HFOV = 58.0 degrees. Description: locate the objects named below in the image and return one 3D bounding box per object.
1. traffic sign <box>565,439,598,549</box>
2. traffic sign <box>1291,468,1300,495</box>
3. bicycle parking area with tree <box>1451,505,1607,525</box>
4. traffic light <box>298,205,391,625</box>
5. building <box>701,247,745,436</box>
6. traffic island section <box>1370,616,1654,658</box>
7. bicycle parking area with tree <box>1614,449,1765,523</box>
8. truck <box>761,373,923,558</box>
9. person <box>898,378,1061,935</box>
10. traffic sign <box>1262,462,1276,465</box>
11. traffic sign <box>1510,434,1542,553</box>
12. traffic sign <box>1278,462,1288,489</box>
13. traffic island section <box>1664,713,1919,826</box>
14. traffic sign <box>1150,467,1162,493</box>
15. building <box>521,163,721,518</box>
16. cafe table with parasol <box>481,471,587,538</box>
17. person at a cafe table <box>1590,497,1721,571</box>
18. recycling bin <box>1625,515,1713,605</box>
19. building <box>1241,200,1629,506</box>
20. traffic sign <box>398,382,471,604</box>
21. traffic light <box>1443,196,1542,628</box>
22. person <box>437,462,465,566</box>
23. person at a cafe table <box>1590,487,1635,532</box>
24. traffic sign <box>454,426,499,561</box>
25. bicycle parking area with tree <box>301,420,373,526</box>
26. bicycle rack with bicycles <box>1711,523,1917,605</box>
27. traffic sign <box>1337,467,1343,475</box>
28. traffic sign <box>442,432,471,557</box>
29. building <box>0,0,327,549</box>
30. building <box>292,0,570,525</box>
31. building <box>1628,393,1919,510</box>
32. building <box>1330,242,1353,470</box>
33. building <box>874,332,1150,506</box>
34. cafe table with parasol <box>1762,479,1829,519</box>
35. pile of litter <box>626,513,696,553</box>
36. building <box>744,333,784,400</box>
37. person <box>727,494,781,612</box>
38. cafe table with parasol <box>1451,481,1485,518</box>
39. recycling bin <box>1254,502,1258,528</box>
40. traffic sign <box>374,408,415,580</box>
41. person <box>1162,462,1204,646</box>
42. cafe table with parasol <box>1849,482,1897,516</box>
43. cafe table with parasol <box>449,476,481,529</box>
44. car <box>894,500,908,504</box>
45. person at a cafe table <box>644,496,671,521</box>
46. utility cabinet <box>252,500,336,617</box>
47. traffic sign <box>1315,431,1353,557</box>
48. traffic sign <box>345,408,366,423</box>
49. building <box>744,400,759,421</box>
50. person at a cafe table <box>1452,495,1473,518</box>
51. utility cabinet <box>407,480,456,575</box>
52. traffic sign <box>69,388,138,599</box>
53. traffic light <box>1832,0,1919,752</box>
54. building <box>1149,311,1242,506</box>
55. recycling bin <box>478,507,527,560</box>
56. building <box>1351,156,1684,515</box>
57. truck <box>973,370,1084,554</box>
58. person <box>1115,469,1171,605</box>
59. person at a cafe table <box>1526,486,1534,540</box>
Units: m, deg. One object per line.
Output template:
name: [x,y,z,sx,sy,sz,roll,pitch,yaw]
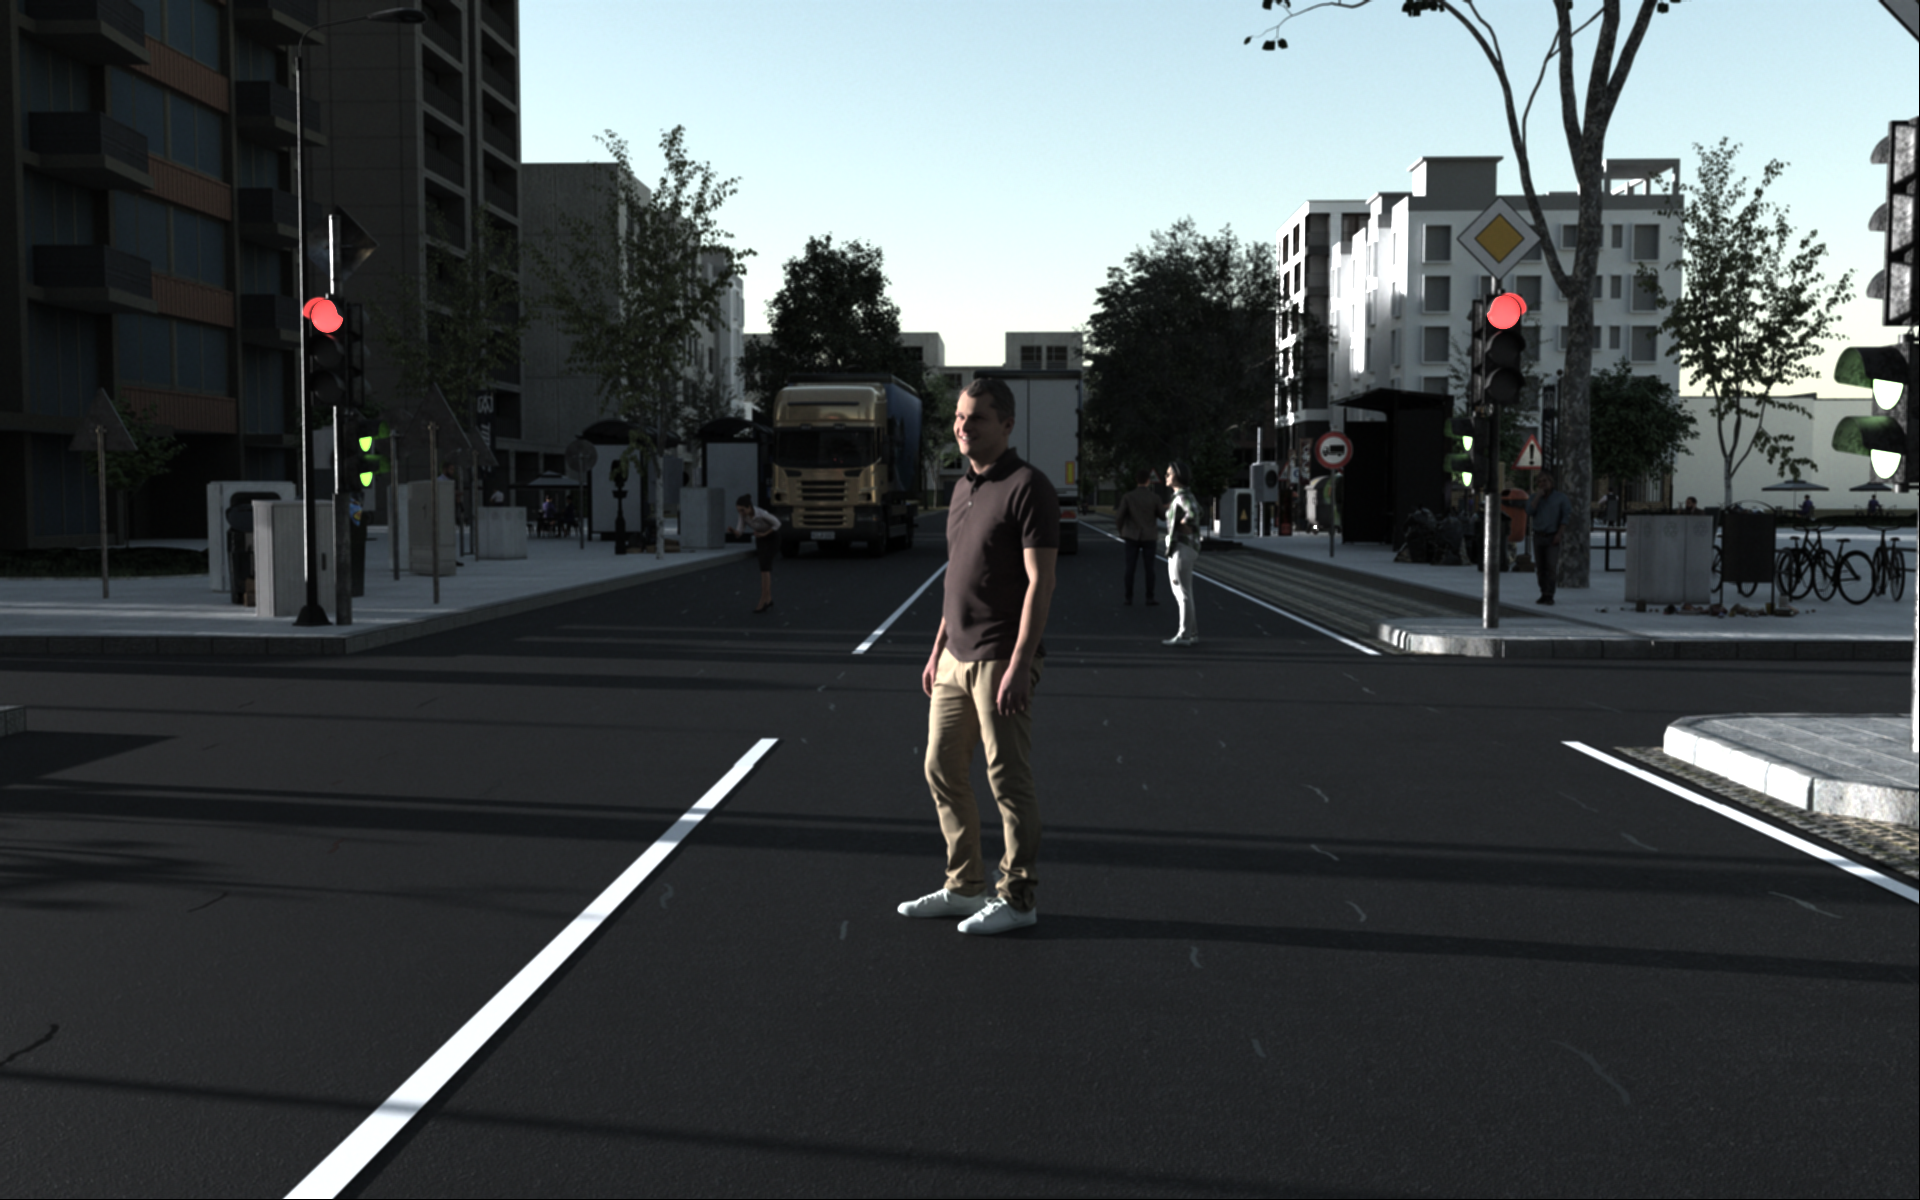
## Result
traffic sign: [-8.829,-2.463,40.380,0.768,2.556,0.104,0,4,3]
traffic sign: [12.875,-3.904,65.961,0.606,2.300,0.079,0,4,6]
bicycle parking area with tree: [21.325,-5.150,71.205,9.016,4.147,8.231,2,4,26]
traffic light: [-6.022,-1.709,16.865,0.839,4.253,0.868,0,4,2]
building: [-24.468,-16.792,130.976,16.016,20.091,11.380,0,4,2]
traffic island section: [5.113,0.346,16.621,2.009,0.180,2.903,0,4,2]
bicycle parking area with tree: [29.652,-5.385,75.046,9.016,4.147,8.231,1,4,14]
truck: [-2.644,-3.280,42.543,2.839,4.237,11.283,0,4,4]
person: [0.060,0.177,5.728,0.434,1.807,0.598,-1,4,-20]
traffic sign: [9.608,-3.195,54.376,0.606,2.300,0.079,0,4,7]
traffic sign: [12.366,-2.295,37.524,0.884,2.594,0.081,1,4,9]
traffic sign: [13.125,-4.255,69.576,0.884,2.594,0.081,0,4,6]
traffic island section: [4.844,0.834,8.640,2.009,0.180,2.903,0,4,2]
traffic sign: [9.337,-5.123,83.770,0.884,2.594,0.081,0,4,7]
building: [-26.048,-14.817,108.711,16.747,18.905,31.486,0,4,2]
cafe table with parasol: [-12.106,-2.823,51.018,2.610,1.966,2.610,2,4,25]
person at a cafe table: [11.564,-1.072,28.395,1.726,1.238,1.698,-1,4,-10]
recycling bin: [8.352,-0.482,20.427,0.722,1.027,0.722,0,4,-8]
building: [38.611,-17.901,136.654,27.936,21.610,32.646,0,4,2]
traffic sign: [-6.126,-1.235,20.194,0.884,2.594,0.081,0,4,7]
traffic light: [5.073,-1.687,16.508,0.839,4.253,0.868,0,4,2]
person: [-8.926,-1.501,30.454,0.599,1.838,0.709,1,4,12]
person at a cafe table: [21.873,-3.055,58.464,1.698,1.524,1.622,0,4,6]
traffic sign: [-9.195,-2.012,32.901,0.884,2.594,0.081,0,4,7]
bicycle parking area with tree: [-27.917,-4.904,67.187,8.231,4.147,9.016,1,4,20]
bicycle rack with bicycles: [10.692,-0.478,21.206,2.852,0.926,2.925,0,4,7]
traffic sign: [10.886,-2.965,48.577,0.768,2.556,0.104,1,4,11]
traffic sign: [-10.206,-2.160,35.419,0.768,2.556,0.104,0,4,3]
building: [-30.328,-23.848,44.539,22.147,44.769,28.867,0,4,2]
building: [-29.734,-39.239,79.802,20.563,71.187,20.611,0,4,2]
building: [70.745,-12.572,147.705,28.070,9.664,9.099,0,4,2]
building: [32.884,-15.769,114.236,16.016,20.091,11.380,0,4,2]
building: [5.230,-20.245,197.465,31.486,18.905,16.747,0,4,2]
cafe table with parasol: [36.525,-4.337,75.777,2.610,1.966,2.610,3,5,42]
pile of litter: [-6.629,-1.472,38.037,1.719,0.858,1.176,-1,4,-9]
building: [-26.214,-20.353,199.228,31.486,18.905,16.747,0,4,2]
person: [-2.482,-0.568,20.971,0.628,1.438,0.799,0,4,-3]
cafe table with parasol: [24.734,-4.942,85.668,2.610,1.966,2.610,2,4,35]
recycling bin: [11.032,-3.234,65.425,0.722,1.027,0.722,-1,4,-16]
traffic sign: [-8.412,-1.570,25.783,0.768,2.556,0.104,1,4,11]
person: [2.125,-0.440,16.413,0.376,1.734,0.841,1,4,16]
cafe table with parasol: [44.895,-4.898,84.945,2.610,1.966,2.610,0,4,8]
cafe table with parasol: [-18.536,-3.563,63.114,2.610,1.966,2.610,2,4,27]
car: [-2.572,-3.024,59.027,1.945,1.707,3.694,0,4,3]
person at a cafe table: [-10.112,-2.720,55.338,1.698,1.238,1.726,-1,4,-10]
utility cabinet: [-7.056,-0.452,18.546,0.306,1.237,1.020,2,4,24]
traffic sign: [7.589,-2.150,35.265,0.768,2.556,0.104,0,4,3]
traffic sign: [-9.163,-1.619,26.200,0.795,2.593,0.064,0,4,7]
building: [-30.458,-12.753,150.665,28.070,9.664,9.099,0,4,2]
person at a cafe table: [23.258,-4.221,79.882,1.698,1.238,1.726,1,4,20]
utility cabinet: [-8.354,-1.141,27.338,0.318,1.500,1.173,-3,5,-39]
traffic sign: [-10.494,-1.297,21.206,0.884,2.594,0.081,0,4,6]
traffic light: [4.805,-1.199,8.528,0.839,4.253,0.868,0,4,2]
building: [37.728,-21.906,202.139,32.646,21.610,27.936,0,4,2]
recycling bin: [-9.040,-1.320,34.139,0.722,1.027,0.722,2,4,29]
building: [32.611,-15.071,102.834,16.016,20.091,11.380,0,4,2]
truck: [1.823,-3.408,44.640,2.839,4.237,11.283,0,4,3]
person: [2.403,-0.828,22.563,0.617,1.759,0.750,1,4,21]
person at a cafe table: [16.267,-2.447,48.530,1.622,1.524,1.698,2,4,29]
